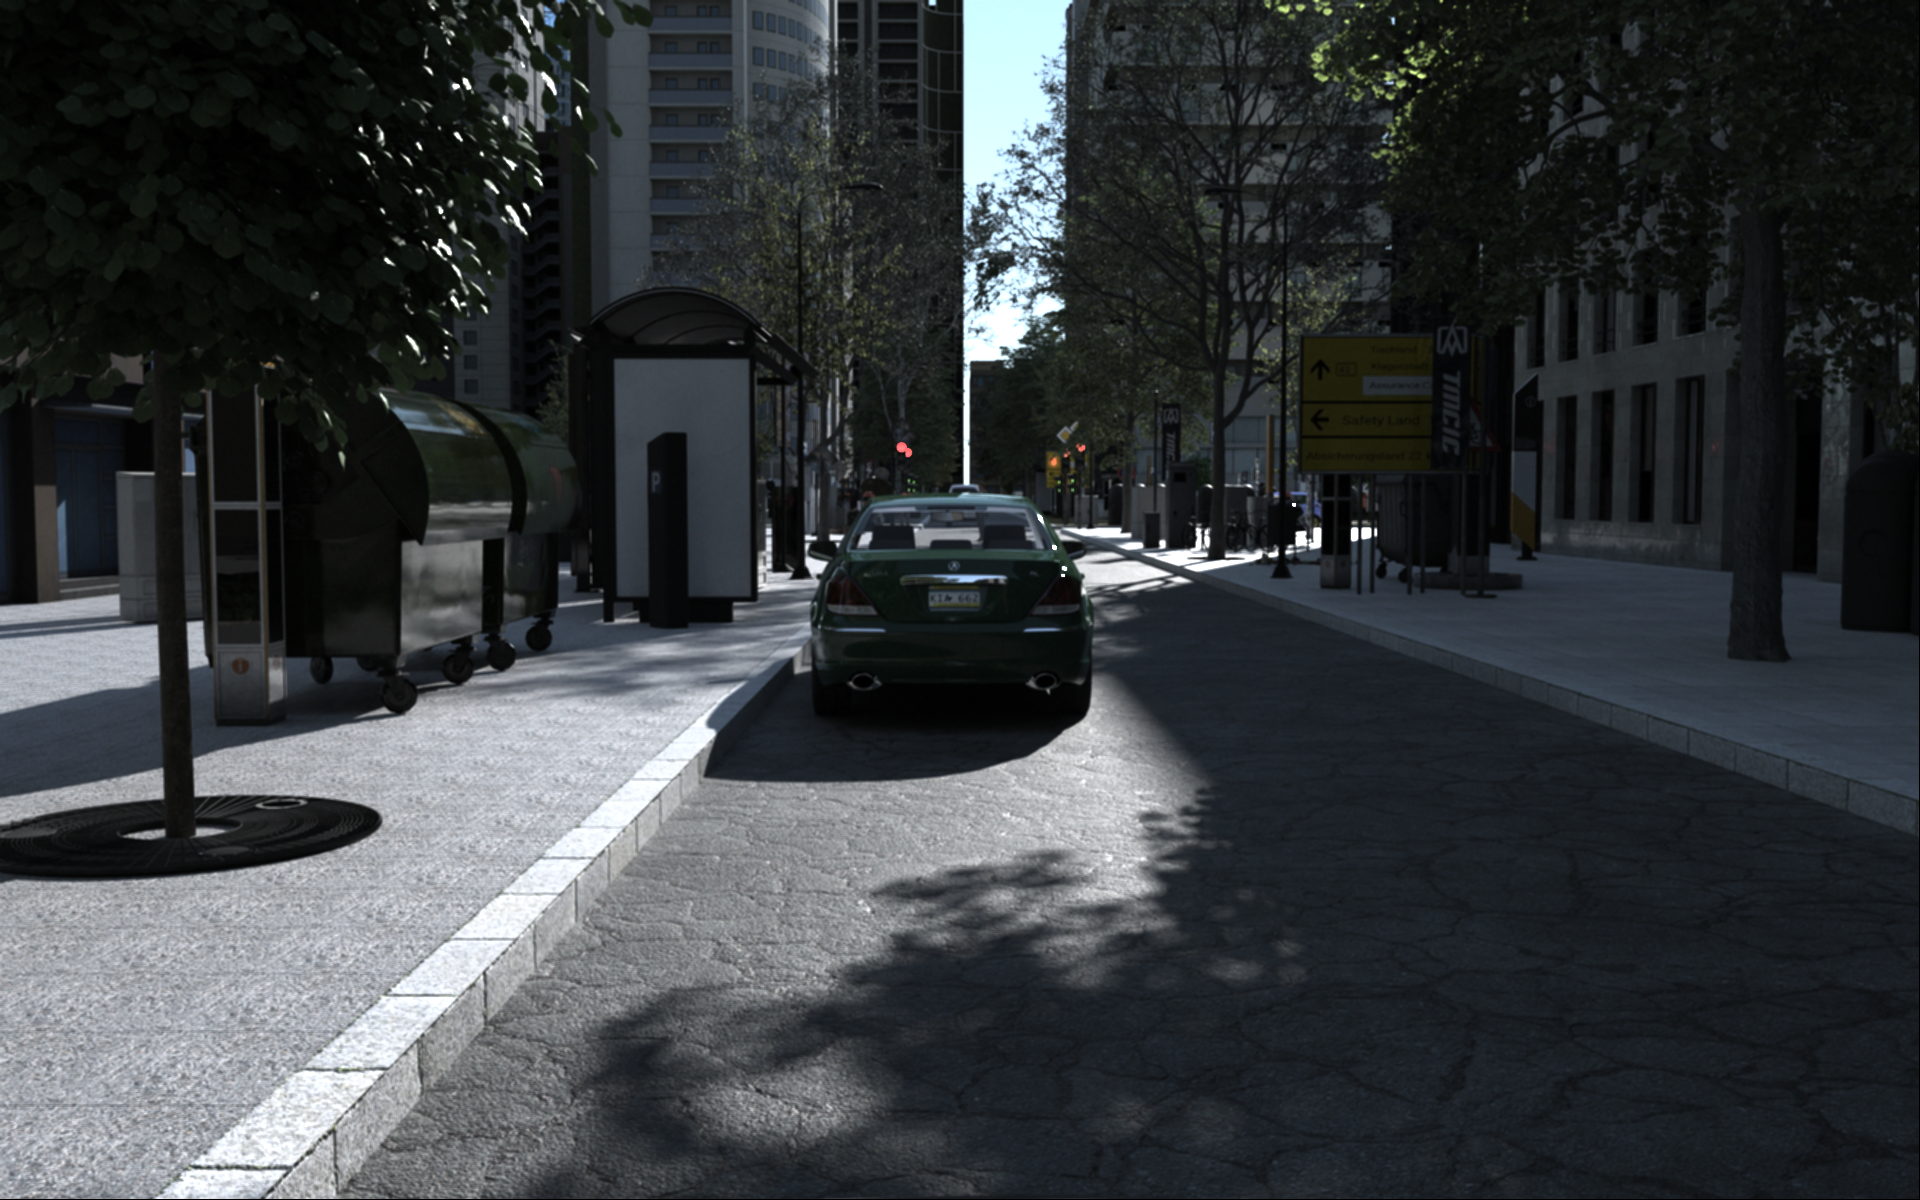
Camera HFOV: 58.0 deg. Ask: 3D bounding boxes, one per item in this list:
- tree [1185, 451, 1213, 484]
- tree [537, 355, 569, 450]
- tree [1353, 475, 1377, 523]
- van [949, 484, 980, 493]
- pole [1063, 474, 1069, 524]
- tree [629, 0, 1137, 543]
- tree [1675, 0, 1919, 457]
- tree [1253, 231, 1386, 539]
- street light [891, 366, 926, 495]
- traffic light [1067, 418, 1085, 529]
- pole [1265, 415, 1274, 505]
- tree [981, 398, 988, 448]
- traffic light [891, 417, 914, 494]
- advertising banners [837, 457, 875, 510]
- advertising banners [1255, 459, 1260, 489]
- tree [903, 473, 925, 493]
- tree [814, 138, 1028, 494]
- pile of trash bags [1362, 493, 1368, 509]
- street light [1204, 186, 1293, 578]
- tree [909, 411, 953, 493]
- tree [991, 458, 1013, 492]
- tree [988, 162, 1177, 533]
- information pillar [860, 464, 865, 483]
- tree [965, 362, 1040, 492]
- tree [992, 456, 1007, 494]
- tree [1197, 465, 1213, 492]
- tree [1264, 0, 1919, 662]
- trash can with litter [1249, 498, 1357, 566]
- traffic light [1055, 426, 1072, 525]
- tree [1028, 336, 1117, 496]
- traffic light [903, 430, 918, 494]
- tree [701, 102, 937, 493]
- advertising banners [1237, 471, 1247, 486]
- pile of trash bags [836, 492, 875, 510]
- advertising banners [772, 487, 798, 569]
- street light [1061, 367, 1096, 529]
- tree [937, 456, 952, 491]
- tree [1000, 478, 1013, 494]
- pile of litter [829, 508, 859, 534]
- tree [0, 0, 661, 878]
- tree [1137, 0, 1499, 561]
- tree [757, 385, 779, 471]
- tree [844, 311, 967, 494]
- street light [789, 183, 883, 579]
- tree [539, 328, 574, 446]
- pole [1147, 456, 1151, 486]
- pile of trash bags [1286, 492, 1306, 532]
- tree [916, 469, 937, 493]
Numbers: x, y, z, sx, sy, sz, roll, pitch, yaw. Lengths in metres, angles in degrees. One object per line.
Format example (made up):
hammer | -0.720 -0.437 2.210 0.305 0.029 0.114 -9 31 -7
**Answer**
tree | 17.808 -8.902 129.269 4.285 4.588 4.351 0 3 0
tree | -20.015 -8.598 90.947 4.360 8.622 3.978 0 3 0
tree | 18.024 -5.642 75.960 4.285 4.588 4.351 0 3 0
van | 0.210 -4.283 77.040 2.013 2.044 4.112 0 4 0
pole | 4.507 -4.876 73.562 0.158 3.312 0.155 0 3 0
tree | -3.513 -8.280 45.754 12.009 13.543 11.850 0 3 0
tree | 10.542 -4.252 19.880 4.737 8.622 4.395 0 3 0
tree | 10.043 -6.039 49.107 4.360 8.622 3.978 0 3 0
street light | -1.917 -5.536 63.053 1.470 5.913 1.316 0 4 0
traffic light | 4.359 -4.552 63.352 0.839 4.253 0.868 0 4 0
pole | 7.990 -3.110 44.695 0.158 3.312 0.155 0 3 0
tree | 5.301 -11.741 110.086 7.486 12.596 7.792 0 3 0
traffic light | -2.102 -4.550 63.310 0.839 4.253 0.868 0 4 0
advertising banners | -5.057 -5.300 82.839 2.074 3.025 0.090 1 4 13
advertising banners | 15.155 -5.522 86.472 0.090 3.025 2.074 2 4 35
tree | -3.239 -7.770 121.641 1.663 3.219 1.824 0 3 0
tree | -2.421 -14.333 90.231 12.611 20.169 13.585 0 3 0
pile of trash bags | 22.597 -5.722 103.302 3.447 1.369 1.912 0 4 5
street light | 4.379 -3.289 26.324 1.470 5.913 1.316 0 4 0
tree | -2.972 -11.991 146.408 4.737 8.622 4.395 0 3 0
tree | 5.067 -15.483 203.511 4.360 8.622 3.978 0 3 0
tree | 5.875 -8.497 57.055 7.486 12.596 7.792 0 3 0
information pillar | -6.826 -8.028 122.615 0.504 3.616 0.183 2 4 29
tree | 5.347 -15.805 165.060 9.857 13.997 8.962 0 3 0
tree | 4.654 -14.258 183.487 4.737 8.622 4.395 0 3 0
tree | 16.601 -7.517 117.497 1.663 3.219 1.824 0 3 0
tree | 5.798 -5.805 13.034 7.486 12.596 7.792 0 3 0
trash can with litter | 6.292 -1.260 31.657 2.233 1.210 1.678 0 4 -1
traffic light | 4.326 -5.041 71.337 0.839 4.253 0.868 0 4 0
tree | 5.271 -7.739 76.891 4.737 8.622 4.395 0 3 0
traffic light | -2.135 -5.038 71.295 0.839 4.253 0.868 0 4 0
tree | -3.122 -5.084 33.487 4.360 8.622 3.978 0 3 0
advertising banners | 21.220 -8.338 132.516 0.090 3.025 2.074 -3 4 -37
pile of trash bags | -5.227 -5.398 98.010 3.447 1.369 1.912 2 4 31
advertising banners | -3.709 -2.037 29.500 2.074 3.025 0.090 -1 4 -11
street light | 4.261 -5.553 63.339 1.470 5.913 1.316 0 4 0
tree | -3.140 -15.991 211.820 4.360 8.622 3.978 0 3 0
tree | 5.196 -11.137 176.698 1.663 3.219 1.824 0 3 0
pile of litter | -3.640 -2.541 55.514 1.176 0.858 1.719 0 4 -7
tree | -2.842 -1.387 6.384 4.285 4.588 4.351 0 3 0
tree | 5.148 -7.531 33.503 12.009 13.543 11.850 0 3 0
tree | -13.289 -9.834 111.143 4.737 8.622 4.395 0 3 0
tree | -3.346 -11.447 105.281 7.486 12.596 7.792 0 3 0
street light | -1.857 -3.270 26.007 1.470 5.913 1.316 0 4 0
tree | -16.302 -7.710 76.420 4.737 8.622 4.395 0 3 0
pole | 10.143 -6.066 93.029 0.158 3.312 0.155 0 3 0
pile of trash bags | 11.275 -3.114 60.660 1.912 1.369 3.447 1 4 15
tree | -3.755 -10.977 163.190 4.285 4.588 4.351 0 3 0
